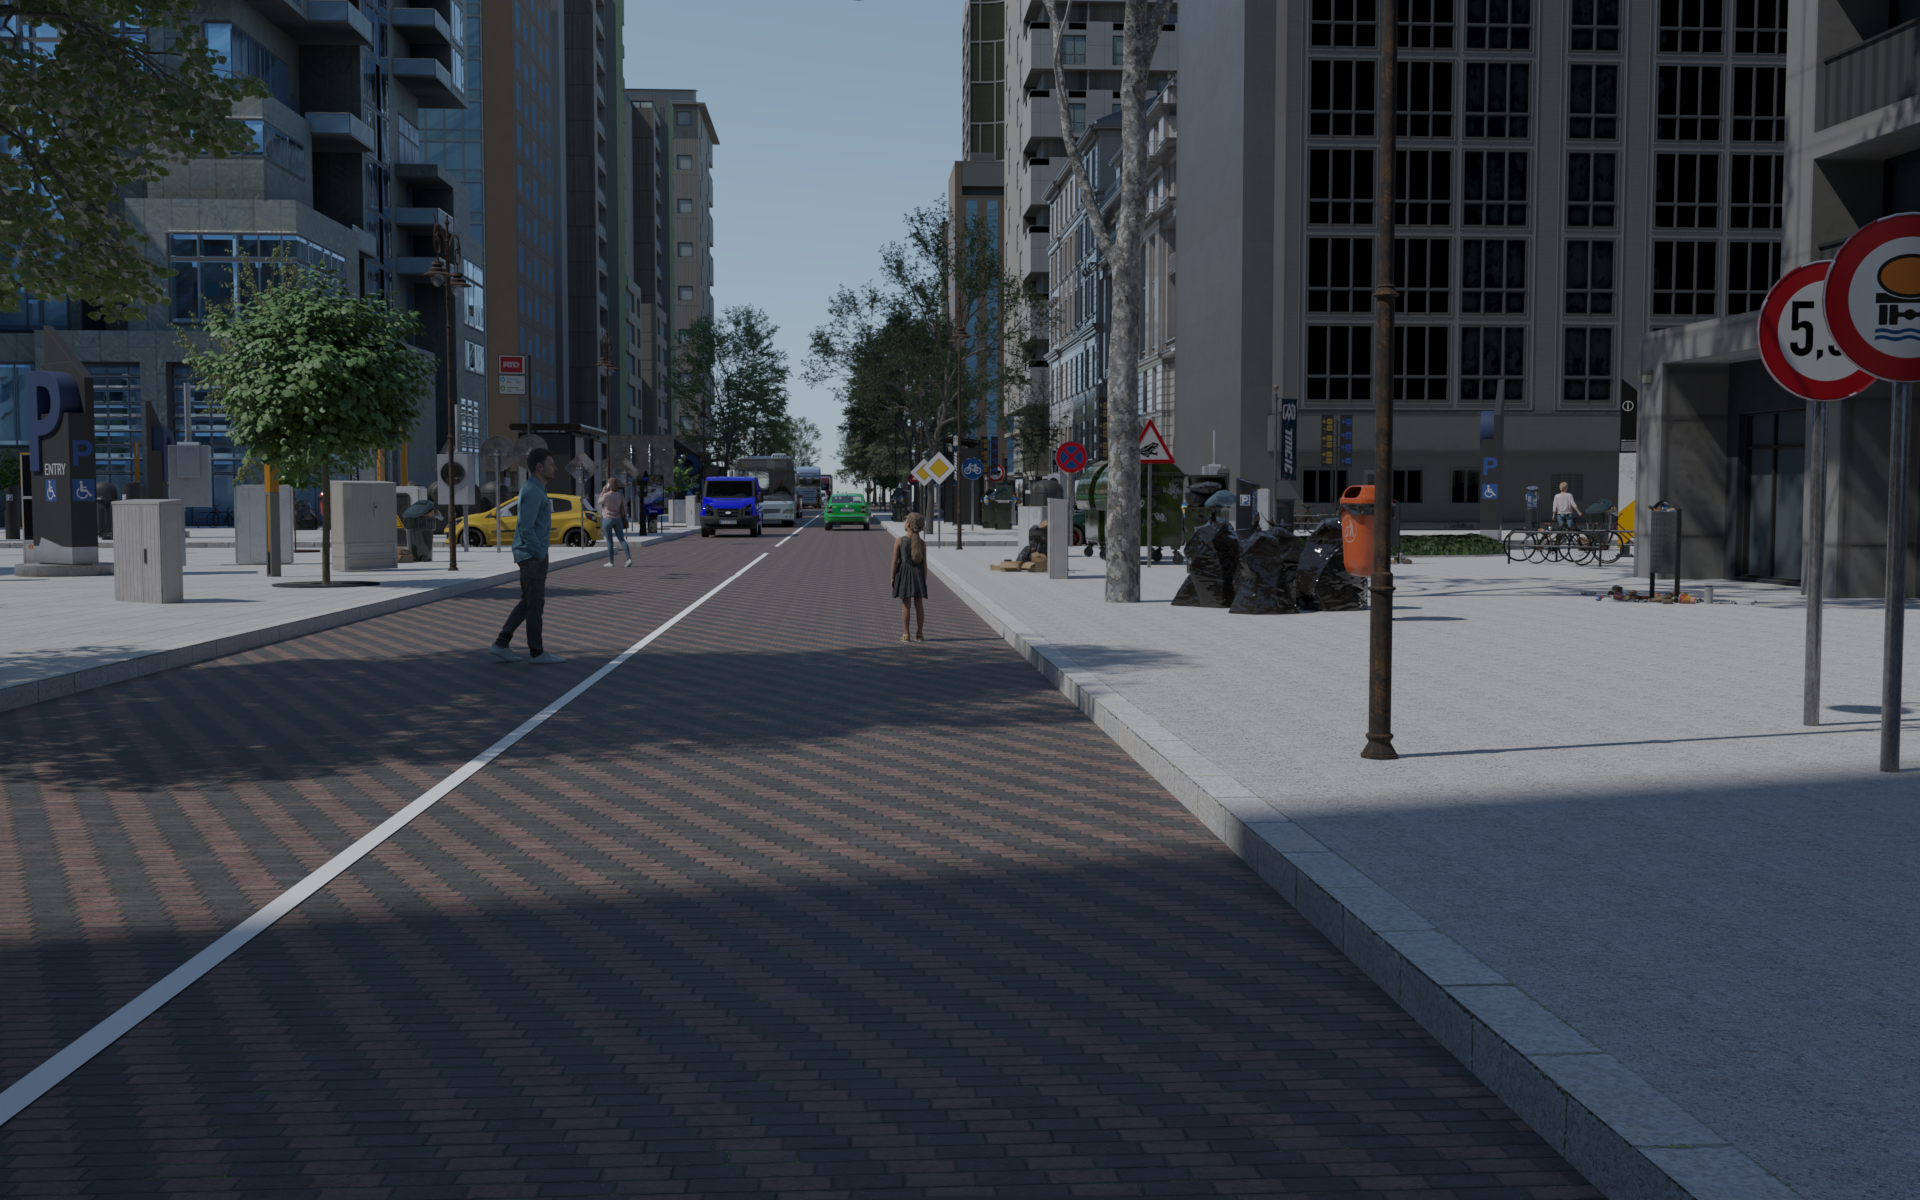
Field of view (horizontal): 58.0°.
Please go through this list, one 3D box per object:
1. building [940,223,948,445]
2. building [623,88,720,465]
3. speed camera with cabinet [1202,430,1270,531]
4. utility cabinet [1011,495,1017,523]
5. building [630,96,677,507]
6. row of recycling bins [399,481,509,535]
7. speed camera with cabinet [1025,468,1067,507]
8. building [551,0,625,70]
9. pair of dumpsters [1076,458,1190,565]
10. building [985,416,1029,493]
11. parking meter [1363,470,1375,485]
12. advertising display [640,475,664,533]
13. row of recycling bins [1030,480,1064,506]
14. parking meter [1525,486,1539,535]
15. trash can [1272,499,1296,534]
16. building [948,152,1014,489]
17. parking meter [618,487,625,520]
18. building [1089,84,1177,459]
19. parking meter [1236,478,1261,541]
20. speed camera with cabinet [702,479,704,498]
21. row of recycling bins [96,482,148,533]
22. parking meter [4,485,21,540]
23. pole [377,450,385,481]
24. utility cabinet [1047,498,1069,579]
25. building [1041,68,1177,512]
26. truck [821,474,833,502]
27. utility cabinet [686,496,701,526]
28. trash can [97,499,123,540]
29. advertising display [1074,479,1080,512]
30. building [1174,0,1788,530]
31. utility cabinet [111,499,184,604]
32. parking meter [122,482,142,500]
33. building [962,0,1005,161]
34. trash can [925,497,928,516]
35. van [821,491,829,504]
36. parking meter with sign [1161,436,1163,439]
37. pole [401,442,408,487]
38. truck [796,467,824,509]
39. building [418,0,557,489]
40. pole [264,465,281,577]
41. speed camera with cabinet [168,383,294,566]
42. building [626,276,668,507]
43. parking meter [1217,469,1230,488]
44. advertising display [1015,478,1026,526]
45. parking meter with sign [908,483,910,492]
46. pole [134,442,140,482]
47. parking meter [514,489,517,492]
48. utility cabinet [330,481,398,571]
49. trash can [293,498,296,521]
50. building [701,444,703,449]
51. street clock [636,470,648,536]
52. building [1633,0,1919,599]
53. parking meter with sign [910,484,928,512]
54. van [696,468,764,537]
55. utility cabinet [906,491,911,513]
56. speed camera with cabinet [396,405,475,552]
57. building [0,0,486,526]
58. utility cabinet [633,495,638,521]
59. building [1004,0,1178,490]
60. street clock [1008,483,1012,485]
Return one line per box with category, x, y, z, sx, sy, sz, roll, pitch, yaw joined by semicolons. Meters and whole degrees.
building;3.917;-35.396;262.322;14.154;41.232;14.086;0;4;-4
building;-46.875;-39.149;229.319;28.713;52.752;27.495;0;4;-4
speed camera with cabinet;8.597;-3.651;54.023;2.038;3.252;0.660;0;4;0
utility cabinet;2.597;-4.057;77.500;1.020;1.237;0.306;-2;4;-23
building;-36.112;-29.901;172.480;14.154;41.232;14.086;0;4;-4
row of recycling bins;-16.086;-2.937;55.139;3.534;1.692;1.069;-3;4;-36
speed camera with cabinet;3.697;-4.975;75.683;2.038;3.252;0.660;3;5;39
building;-32.788;-27.246;129.069;14.154;41.232;14.086;0;4;-4
pair of dumpsters;3.281;-1.878;33.204;1.574;2.255;4.437;0;4;-4
building;18.343;-29.725;177.886;32.217;40.220;23.993;0;4;-4
parking meter;9.894;-2.205;41.768;0.255;1.863;0.399;0;4;-4
advertising display;-10.141;-3.170;57.043;0.123;1.923;0.974;3;4;37
row of recycling bins;2.604;-2.755;52.154;1.069;1.692;3.534;0;4;2
parking meter;17.865;-2.794;54.094;0.372;1.533;0.369;0;3;0
trash can;9.884;-2.519;52.847;0.748;1.137;0.748;0;3;0
building;5.781;-35.311;227.437;14.600;45.320;14.200;0;4;-4
parking meter;-15.676;-4.564;80.329;0.399;1.863;0.255;1;4;18
building;14.805;-15.058;87.993;13.314;21.916;24.055;0;4;-4
parking meter;4.424;-1.113;26.614;0.372;1.533;0.369;0;3;0
speed camera with cabinet;-14.321;-6.422;99.332;2.038;3.252;0.660;0;4;-7
row of recycling bins;-28.724;-3.071;57.326;3.534;1.692;1.069;-1;4;-9
parking meter;-26.752;-2.475;48.885;0.372;1.533;0.369;0;3;0
pole;-16.556;-3.406;49.532;0.158;3.312;0.155;0;3;0
utility cabinet;1.509;-0.942;26.561;0.306;1.237;1.020;0;4;1
building;12.798;-19.267;112.283;12.463;27.353;25.104;0;4;-4
truck;-19.643;-15.866;248.315;2.839;4.237;11.283;0;4;-2
utility cabinet;-10.755;-3.588;69.818;0.306;1.237;1.020;-2;4;-29
trash can;-23.814;-2.256;48.533;0.748;1.137;0.748;0;3;0
advertising display;5.321;-4.203;73.941;0.974;1.923;0.123;2;4;31
building;21.429;-16.719;66.857;24.014;27.812;14.314;0;4;-4
utility cabinet;-9.649;-0.575;20.561;1.020;1.237;0.306;2;4;34
parking meter;-17.805;-1.765;37.271;0.372;1.533;0.369;0;3;0
building;8.945;-49.297;244.260;20.563;71.187;20.611;0;4;-4
trash can;-2.188;-5.404;100.011;0.748;1.137;0.748;0;3;0
van;-17.007;-12.469;210.882;2.013;2.044;4.112;0;4;-4
parking meter with sign;5.155;-3.385;51.604;1.738;3.016;0.543;-2;4;-29
pole;-15.154;-3.266;47.249;0.158;3.312;0.155;0;3;0
truck;-15.266;-11.356;175.431;2.967;4.110;18.799;0;4;-4
building;-34.786;-28.327;113.254;14.600;45.320;14.200;0;4;-4
pole;-10.657;-2.016;26.805;0.158;3.312;0.155;0;3;0
speed camera with cabinet;-13.166;-2.262;31.314;2.038;3.252;0.660;-1;4;-20
building;-41.013;-18.720;151.103;27.650;21.520;28.899;0;4;-4
parking meter;6.000;-2.067;39.512;0.255;1.863;0.399;1;4;15
advertising display;2.439;-3.974;70.182;0.123;1.923;0.974;-1;4;-17
parking meter with sign;-3.769;-7.811;123.964;1.738;3.016;0.543;0;4;4
pole;-32.223;-4.525;67.829;0.158;3.312;0.155;0;3;0
parking meter;-22.283;-4.830;87.384;0.372;1.533;0.369;0;3;0
utility cabinet;-9.949;-1.241;28.964;0.318;1.500;1.173;2;4;27
trash can;-22.145;-2.764;56.839;0.748;1.137;0.748;0;3;0
building;-50.448;-34.465;255.386;32.217;40.220;23.993;0;4;-4
street clock;-9.742;-2.974;53.189;0.358;2.002;0.471;1;4;9
building;21.231;-35.272;14.944;20.563;71.187;20.611;0;4;-4
parking meter with sign;-2.067;-6.850;108.262;1.738;3.016;0.543;1;4;10
van;-7.773;-3.347;59.104;2.240;2.365;5.245;0;4;-4
utility cabinet;-3.369;-6.095;108.330;0.318;1.500;1.173;1;4;13
speed camera with cabinet;-11.790;-2.680;38.160;2.038;3.252;0.660;0;4;0
building;-35.496;-47.014;81.345;22.319;86.520;31.000;0;4;-4
utility cabinet;-15.460;-4.365;82.525;0.306;1.237;1.020;-1;4;-18
building;18.386;-34.380;151.359;28.713;52.752;27.495;0;4;-4
street clock;3.108;-6.426;109.642;0.358;2.002;0.471;-1;4;-23
